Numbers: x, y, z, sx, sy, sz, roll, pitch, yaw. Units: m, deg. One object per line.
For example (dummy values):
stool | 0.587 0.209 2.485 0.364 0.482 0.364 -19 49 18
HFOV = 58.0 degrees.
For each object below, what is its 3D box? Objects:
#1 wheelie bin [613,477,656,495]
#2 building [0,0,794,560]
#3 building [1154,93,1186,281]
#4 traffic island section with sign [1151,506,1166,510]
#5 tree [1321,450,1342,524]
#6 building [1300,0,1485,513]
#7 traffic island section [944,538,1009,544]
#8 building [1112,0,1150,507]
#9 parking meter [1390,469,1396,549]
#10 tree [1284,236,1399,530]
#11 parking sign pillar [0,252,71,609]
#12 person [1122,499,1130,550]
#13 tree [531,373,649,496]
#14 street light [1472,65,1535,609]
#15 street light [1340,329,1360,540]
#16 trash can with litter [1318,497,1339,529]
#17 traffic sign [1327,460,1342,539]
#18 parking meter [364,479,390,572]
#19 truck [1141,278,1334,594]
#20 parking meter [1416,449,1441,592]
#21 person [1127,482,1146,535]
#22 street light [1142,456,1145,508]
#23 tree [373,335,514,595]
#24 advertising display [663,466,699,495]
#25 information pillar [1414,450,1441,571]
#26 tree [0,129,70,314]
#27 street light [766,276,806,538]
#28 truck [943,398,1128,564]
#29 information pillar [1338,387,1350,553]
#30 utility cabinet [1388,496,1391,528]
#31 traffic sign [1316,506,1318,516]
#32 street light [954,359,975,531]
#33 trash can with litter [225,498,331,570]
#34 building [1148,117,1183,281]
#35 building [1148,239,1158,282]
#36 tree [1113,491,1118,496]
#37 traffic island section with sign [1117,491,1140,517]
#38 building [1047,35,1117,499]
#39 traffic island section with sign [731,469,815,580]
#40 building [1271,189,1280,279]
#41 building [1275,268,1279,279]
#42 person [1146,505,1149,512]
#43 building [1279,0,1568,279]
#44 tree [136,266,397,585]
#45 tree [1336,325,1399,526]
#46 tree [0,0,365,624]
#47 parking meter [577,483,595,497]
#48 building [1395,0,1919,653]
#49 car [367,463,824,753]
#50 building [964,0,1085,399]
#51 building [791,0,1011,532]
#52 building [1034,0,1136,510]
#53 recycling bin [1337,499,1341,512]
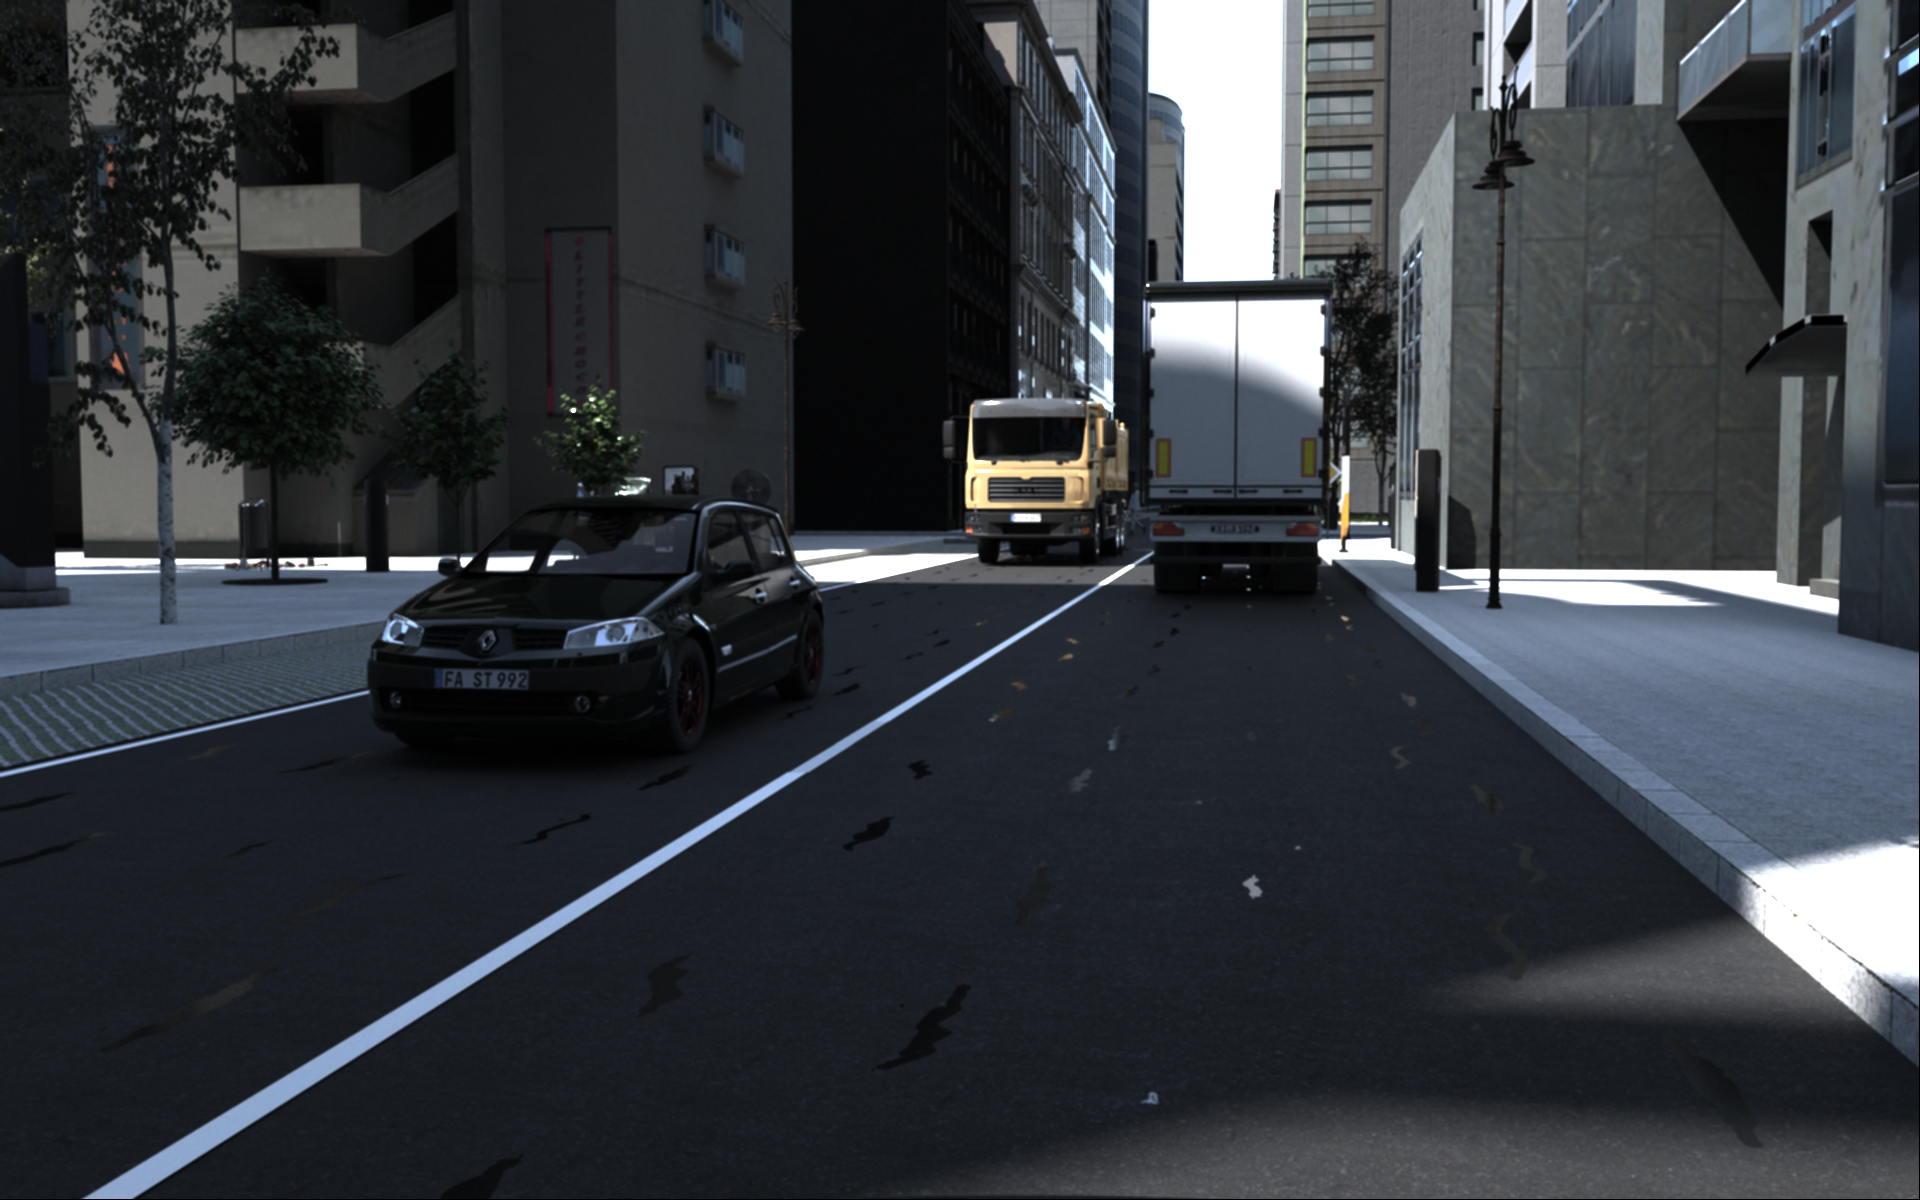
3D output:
wheelie bin | -6.117 -1.505 32.508 0.980 1.594 0.693 1 4 17
building | -17.238 -25.672 43.442 21.600 48.544 21.300 1 4 9
building | 21.536 -43.434 252.143 21.231 58.520 28.212 1 4 9
traffic island section with sign | 18.321 -9.072 156.958 1.989 1.847 2.006 1 4 9
tree | 15.845 -4.870 74.232 1.663 3.219 1.824 0 3 0
building | 24.303 -24.674 87.019 14.154 41.232 14.086 1 4 9
traffic island section | 0.735 -1.754 50.956 2.009 0.180 2.903 1 4 9
building | 6.971 -38.302 168.242 21.231 58.520 28.212 1 4 9
parking meter | 10.192 -2.116 40.314 0.255 1.863 0.399 0 4 0
tree | 13.748 -7.809 62.084 7.601 10.594 8.767 0 4 -6
parking sign pillar | -11.059 -1.918 19.837 1.447 3.967 1.447 1 4 21
person | 4.157 -1.918 44.134 0.394 1.301 0.425 -1 4 -17
tree | -5.707 -2.024 27.690 1.663 3.219 1.824 0 3 0
street light | 5.999 -2.843 19.279 0.468 5.910 1.993 1 4 9
street light | 10.954 -4.648 48.781 0.468 5.910 1.993 1 4 9
trash can with litter | 13.473 -3.179 63.370 0.624 1.170 1.055 0 4 -7
traffic sign | 10.468 -2.790 49.265 0.795 2.450 0.064 1 4 9
parking meter | -9.618 -1.232 28.561 0.372 1.533 0.369 0 3 0
truck | 4.528 -2.404 28.226 2.839 4.237 11.283 1 4 9
parking meter | 6.179 -1.047 22.831 0.255 1.863 0.399 1 4 23
person | 6.238 -3.222 61.065 0.818 1.842 0.514 -1 4 -17
street light | 17.531 -11.758 165.033 0.468 5.910 1.993 1 4 9
tree | -6.305 -1.629 21.228 1.663 3.219 1.824 0 3 0
advertising display | -6.374 -2.102 39.576 0.974 1.923 0.123 2 4 33
information pillar | 7.827 -1.500 29.013 0.304 2.012 0.304 3 5 41
tree | -17.238 -4.771 28.373 4.737 8.622 4.395 0 3 0
street light | -3.685 -3.916 36.808 0.468 5.910 1.993 1 4 9
truck | 2.012 -2.568 37.903 3.469 3.379 9.791 1 4 10
information pillar | 8.402 -2.838 37.761 0.183 3.616 0.504 0 4 3
utility cabinet | 16.962 -3.391 66.610 1.020 1.237 0.306 -1 4 -22
traffic sign | 11.775 -3.272 57.143 0.795 2.450 0.064 1 4 9
street light | 0.160 -5.289 59.258 0.468 5.910 1.993 1 4 9
trash can with litter | -11.900 -1.173 30.231 1.678 1.210 2.233 3 4 38
building | 18.000 -36.950 227.834 21.300 48.544 21.600 1 4 9
building | 14.233 -25.578 189.908 14.160 30.474 14.107 1 4 9
tree | 11.621 -8.305 130.395 1.663 3.219 1.824 0 3 0
traffic island section with sign | 10.187 -6.073 107.929 1.989 1.847 2.006 1 4 9
building | 3.581 -20.586 114.076 11.434 29.767 29.804 1 4 9
traffic island section with sign | -3.311 -1.099 26.589 1.989 1.847 2.006 1 4 9
building | 54.551 -35.894 241.483 22.147 44.769 28.867 1 4 9
building | 47.068 -27.471 220.844 14.160 30.474 14.107 1 4 9
person | 14.650 -7.754 136.066 0.721 1.735 1.217 0 4 5
building | 31.945 -35.029 114.719 21.231 58.520 28.212 1 4 9
tree | -9.833 -2.521 24.925 4.285 4.588 4.351 0 3 0
tree | 17.025 -7.296 69.656 4.360 8.622 3.978 0 3 0
tree | -8.069 -4.066 16.849 4.360 8.622 3.978 0 3 0
parking meter | -7.081 -1.501 32.947 0.372 1.533 0.369 0 3 0
building | 18.502 -43.272 20.177 22.319 86.520 31.000 1 4 9
car | -2.096 -0.069 10.915 2.009 1.686 4.222 1 4 10
building | -1.105 -17.730 87.148 12.463 27.353 25.104 1 4 9
building | -5.203 -14.528 67.217 12.332 23.373 15.834 1 4 9
building | 4.222 -43.141 143.612 20.563 71.187 20.611 1 4 9
recycling bin | 17.755 -4.188 81.034 0.722 1.027 0.722 0 4 8
